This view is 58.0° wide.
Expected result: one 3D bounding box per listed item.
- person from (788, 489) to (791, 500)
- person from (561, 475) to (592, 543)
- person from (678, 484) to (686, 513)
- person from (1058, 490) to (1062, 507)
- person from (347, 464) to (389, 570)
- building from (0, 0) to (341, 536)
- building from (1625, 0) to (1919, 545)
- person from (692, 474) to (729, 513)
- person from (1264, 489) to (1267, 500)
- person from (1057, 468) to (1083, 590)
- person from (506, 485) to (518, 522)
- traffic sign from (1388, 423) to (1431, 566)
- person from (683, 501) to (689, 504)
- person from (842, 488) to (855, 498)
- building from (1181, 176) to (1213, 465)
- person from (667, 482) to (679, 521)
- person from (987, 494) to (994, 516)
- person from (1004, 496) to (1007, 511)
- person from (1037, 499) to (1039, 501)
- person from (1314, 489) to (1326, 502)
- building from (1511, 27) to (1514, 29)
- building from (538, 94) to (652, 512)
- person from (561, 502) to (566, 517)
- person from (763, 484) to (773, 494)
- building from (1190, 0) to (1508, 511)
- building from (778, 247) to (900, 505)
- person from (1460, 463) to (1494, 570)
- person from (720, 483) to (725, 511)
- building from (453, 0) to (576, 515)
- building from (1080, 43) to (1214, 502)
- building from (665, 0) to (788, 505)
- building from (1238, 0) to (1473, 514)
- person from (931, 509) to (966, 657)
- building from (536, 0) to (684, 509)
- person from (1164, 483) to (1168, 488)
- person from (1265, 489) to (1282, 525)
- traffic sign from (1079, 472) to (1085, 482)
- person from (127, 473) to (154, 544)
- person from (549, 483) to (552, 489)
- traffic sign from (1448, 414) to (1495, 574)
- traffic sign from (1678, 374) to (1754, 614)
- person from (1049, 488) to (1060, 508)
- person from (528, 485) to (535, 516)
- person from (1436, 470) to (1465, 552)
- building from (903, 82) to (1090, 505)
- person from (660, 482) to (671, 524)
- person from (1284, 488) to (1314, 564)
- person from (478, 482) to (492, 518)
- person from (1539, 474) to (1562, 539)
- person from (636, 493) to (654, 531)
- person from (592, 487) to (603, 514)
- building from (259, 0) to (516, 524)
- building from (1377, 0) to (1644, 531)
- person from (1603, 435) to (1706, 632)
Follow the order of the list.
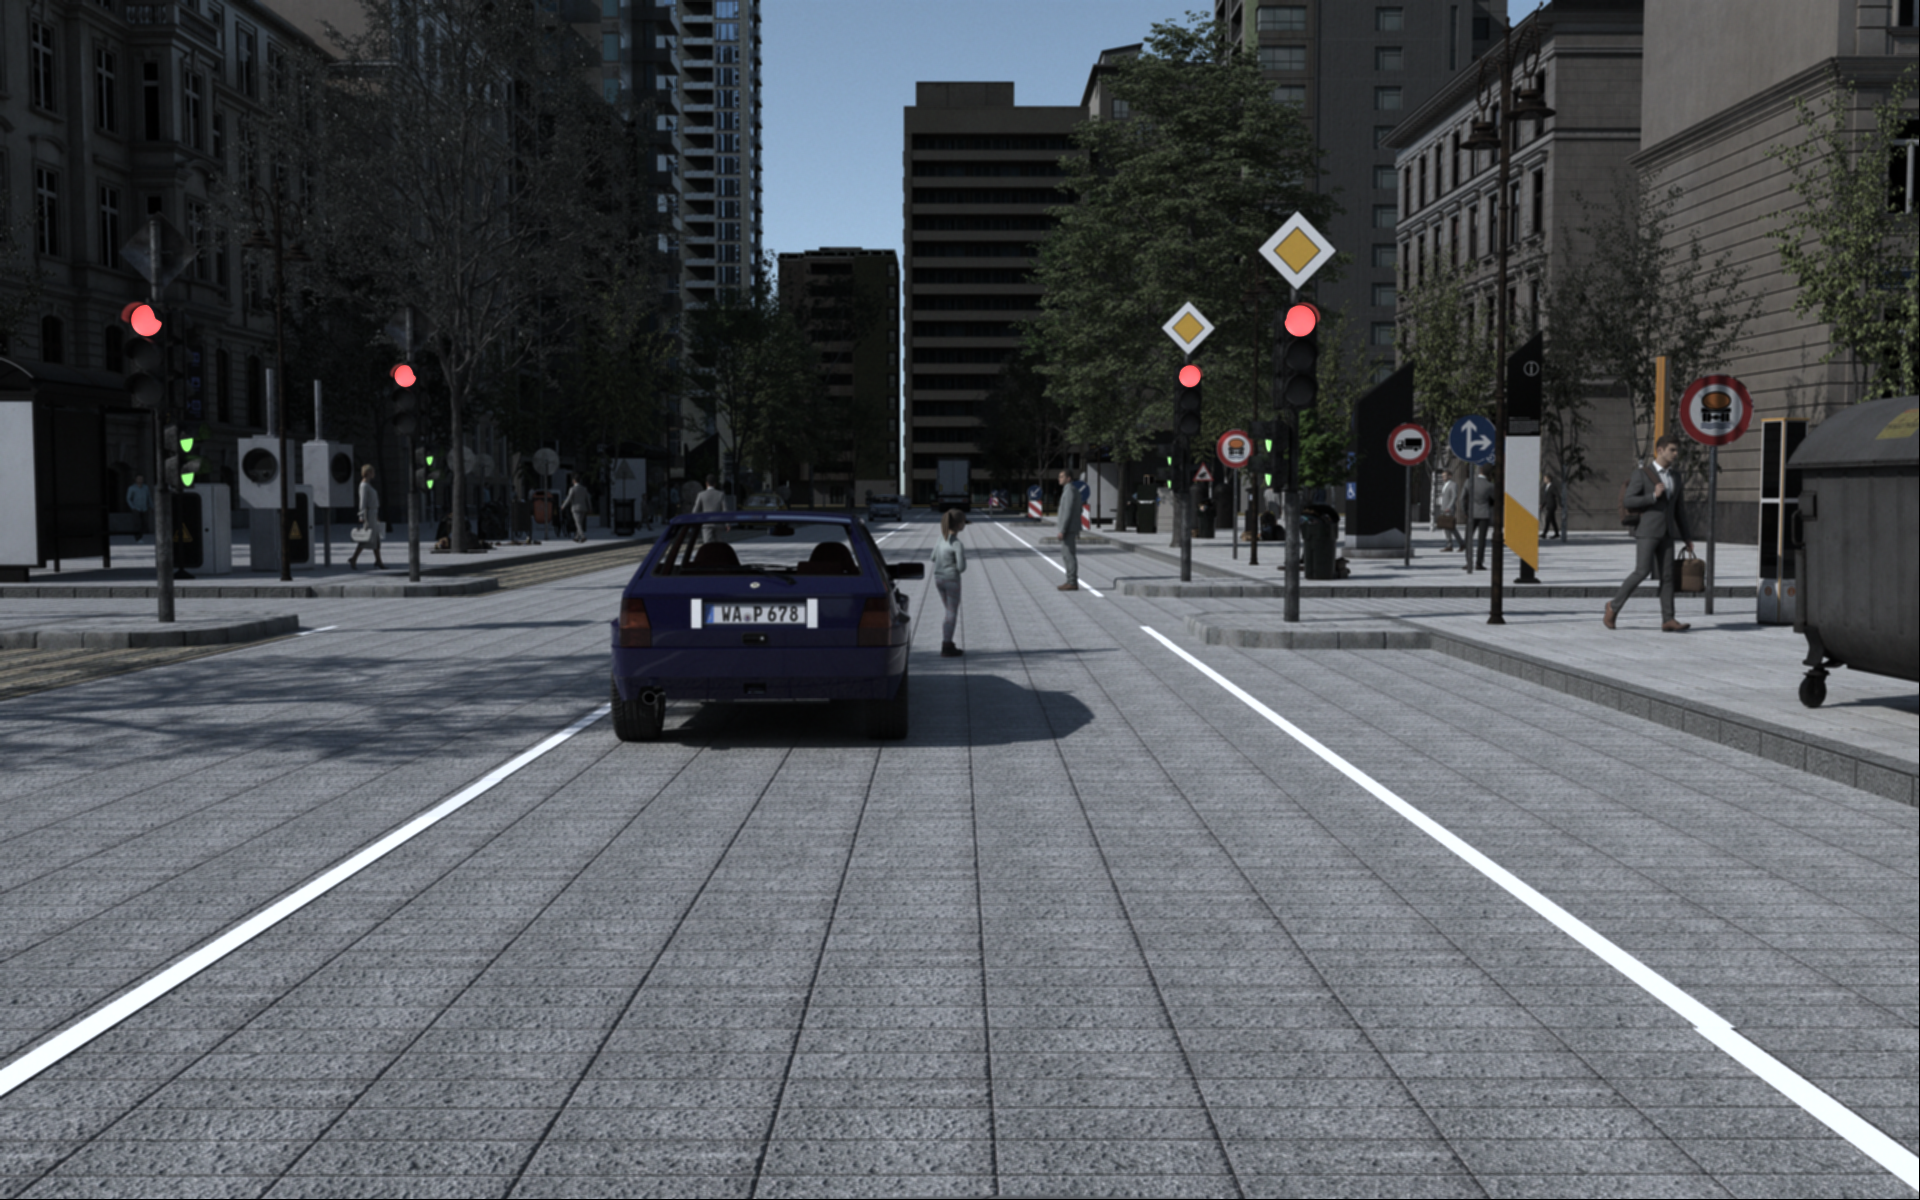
[{"bbox_3d":[-15.304,-9.098,154.790,0.705,1.824,1.348,0,4,0],"label":"person"},{"bbox_3d":[-10.096,-2.415,45.805,0.678,1.792,0.850,-3,5,-45],"label":"person"},{"bbox_3d":[-13.319,-4.709,83.312,0.520,1.790,0.573,0,4,2],"label":"person"},{"bbox_3d":[10.069,-10.237,174.237,1.217,1.723,0.721,-2,4,-31],"label":"person"},{"bbox_3d":[-10.049,-1.404,29.350,0.624,1.780,0.694,0,4,3],"label":"person"},{"bbox_3d":[-31.725,-14.506,56.260,14.460,24.649,34.723,0,4,0],"label":"building"},{"bbox_3d":[32.007,-15.144,44.874,25.104,27.353,12.463,0,4,0],"label":"building"},{"bbox_3d":[-4.507,-1.383,31.394,0.678,1.792,0.850,-1,4,-13],"label":"person"},{"bbox_3d":[15.999,-5.083,89.251,0.679,1.850,0.850,2,4,31],"label":"person"},{"bbox_3d":[1.631,-1.052,25.803,0.391,1.810,0.635,0,4,6],"label":"person"},{"bbox_3d":[-20.609,-4.457,79.924,0.522,1.701,0.512,1,4,22],"label":"person"},{"bbox_3d":[8.013,-1.888,30.967,0.768,2.556,0.104,0,4,4],"label":"traffic sign"},{"bbox_3d":[-8.454,-2.481,54.078,0.382,1.210,0.505,-1,4,-17],"label":"person"},{"bbox_3d":[-10.525,-9.562,162.462,1.350,1.814,0.705,1,4,20],"label":"person"},{"bbox_3d":[26.223,-23.398,154.260,14.160,30.474,14.107,0,4,0],"label":"building"},{"bbox_3d":[-12.654,-4.299,76.345,0.620,1.820,0.660,0,4,4],"label":"person"},{"bbox_3d":[1.928,-6.066,110.906,0.599,1.433,0.991,-1,4,-18],"label":"person"},{"bbox_3d":[3.621,-7.686,134.843,0.721,1.739,1.217,0,4,0],"label":"person"},{"bbox_3d":[7.672,-10.087,171.785,0.721,1.723,1.217,3,4,37],"label":"person"},{"bbox_3d":[16.057,-4.336,77.122,0.721,1.800,0.419,-2,4,-31],"label":"person"},{"bbox_3d":[48.540,-28.867,155.575,14.086,41.232,14.154,0,4,0],"label":"building"},{"bbox_3d":[-31.181,-21.810,128.292,14.160,30.474,14.107,0,4,0],"label":"building"},{"bbox_3d":[-21.388,-5.317,93.204,0.478,1.798,0.641,0,4,-7],"label":"person"},{"bbox_3d":[-10.326,-5.297,92.772,0.709,1.813,0.853,-2,4,-29],"label":"person"},{"bbox_3d":[29.417,-42.657,135.699,20.563,71.187,20.611,0,4,0],"label":"building"},{"bbox_3d":[-14.203,-26.540,205.621,14.107,30.474,14.160,0,4,0],"label":"building"},{"bbox_3d":[8.750,-1.408,29.247,0.592,1.802,0.473,3,4,37],"label":"person"},{"bbox_3d":[-10.737,-4.392,78.028,0.709,1.800,0.728,2,4,34],"label":"person"},{"bbox_3d":[-35.962,-41.068,109.709,20.563,71.187,20.611,0,4,0],"label":"building"},{"bbox_3d":[28.780,-38.075,211.764,27.495,52.752,28.713,0,4,0],"label":"building"},{"bbox_3d":[-36.768,-54.736,207.600,31.000,86.520,22.319,0,4,0],"label":"building"},{"bbox_3d":[26.247,-26.648,119.289,14.154,41.232,14.086,0,4,0],"label":"building"},{"bbox_3d":[-0.074,-0.155,15.312,0.425,1.301,0.394,3,4,37],"label":"person"},{"bbox_3d":[-40.027,-32.419,149.657,30.456,49.044,23.786,0,4,0],"label":"building"},{"bbox_3d":[9.454,-4.520,80.040,0.778,1.811,0.616,1,4,19],"label":"person"},{"bbox_3d":[9.081,-2.649,50.099,0.466,1.731,0.760,0,4,2],"label":"person"},{"bbox_3d":[7.197,-6.063,99.230,0.768,2.556,0.104,0,4,5],"label":"traffic sign"},{"bbox_3d":[-21.286,-2.376,44.906,0.620,1.820,0.660,2,4,29],"label":"person"},{"bbox_3d":[-20.892,-5.077,88.850,0.447,1.846,0.655,-1,4,-12],"label":"person"},{"bbox_3d":[8.211,-1.695,27.815,0.768,2.556,0.104,0,4,4],"label":"traffic sign"},{"bbox_3d":[8.004,-1.121,18.427,0.768,2.556,0.104,0,4,5],"label":"traffic sign"},{"bbox_3d":[8.547,-9.159,155.416,0.705,1.869,1.348,-3,5,-42],"label":"person"},{"bbox_3d":[-24.499,-5.676,99.072,0.478,1.798,0.641,3,5,43],"label":"person"},{"bbox_3d":[10.868,-1.980,38.544,0.853,1.813,0.709,-1,4,-18],"label":"person"},{"bbox_3d":[4.140,-35.705,207.471,21.600,48.544,21.300,0,4,0],"label":"building"},{"bbox_3d":[-12.389,-4.090,73.106,0.583,1.804,0.606,-3,5,-39],"label":"person"},{"bbox_3d":[6.216,-1.558,31.691,0.592,1.802,0.473,-3,4,-37],"label":"person"},{"bbox_3d":[-22.504,-4.660,82.103,0.748,1.841,0.638,2,4,35],"label":"person"},{"bbox_3d":[16.971,-2.699,49.942,0.755,1.850,0.659,0,4,-2],"label":"person"},{"bbox_3d":[-11.008,-3.064,60.408,0.640,1.303,0.475,-1,4,-22],"label":"person"},{"bbox_3d":[-23.266,-6.425,111.104,0.705,1.822,1.348,2,4,32],"label":"person"},{"bbox_3d":[-30.403,-18.215,83.726,13.634,28.700,20.117,0,4,0],"label":"building"},{"bbox_3d":[24.675,-13.969,79.301,10.553,20.767,40.483,0,4,0],"label":"building"},{"bbox_3d":[6.504,-0.624,16.214,0.622,1.834,0.822,-2,4,-29],"label":"person"}]
